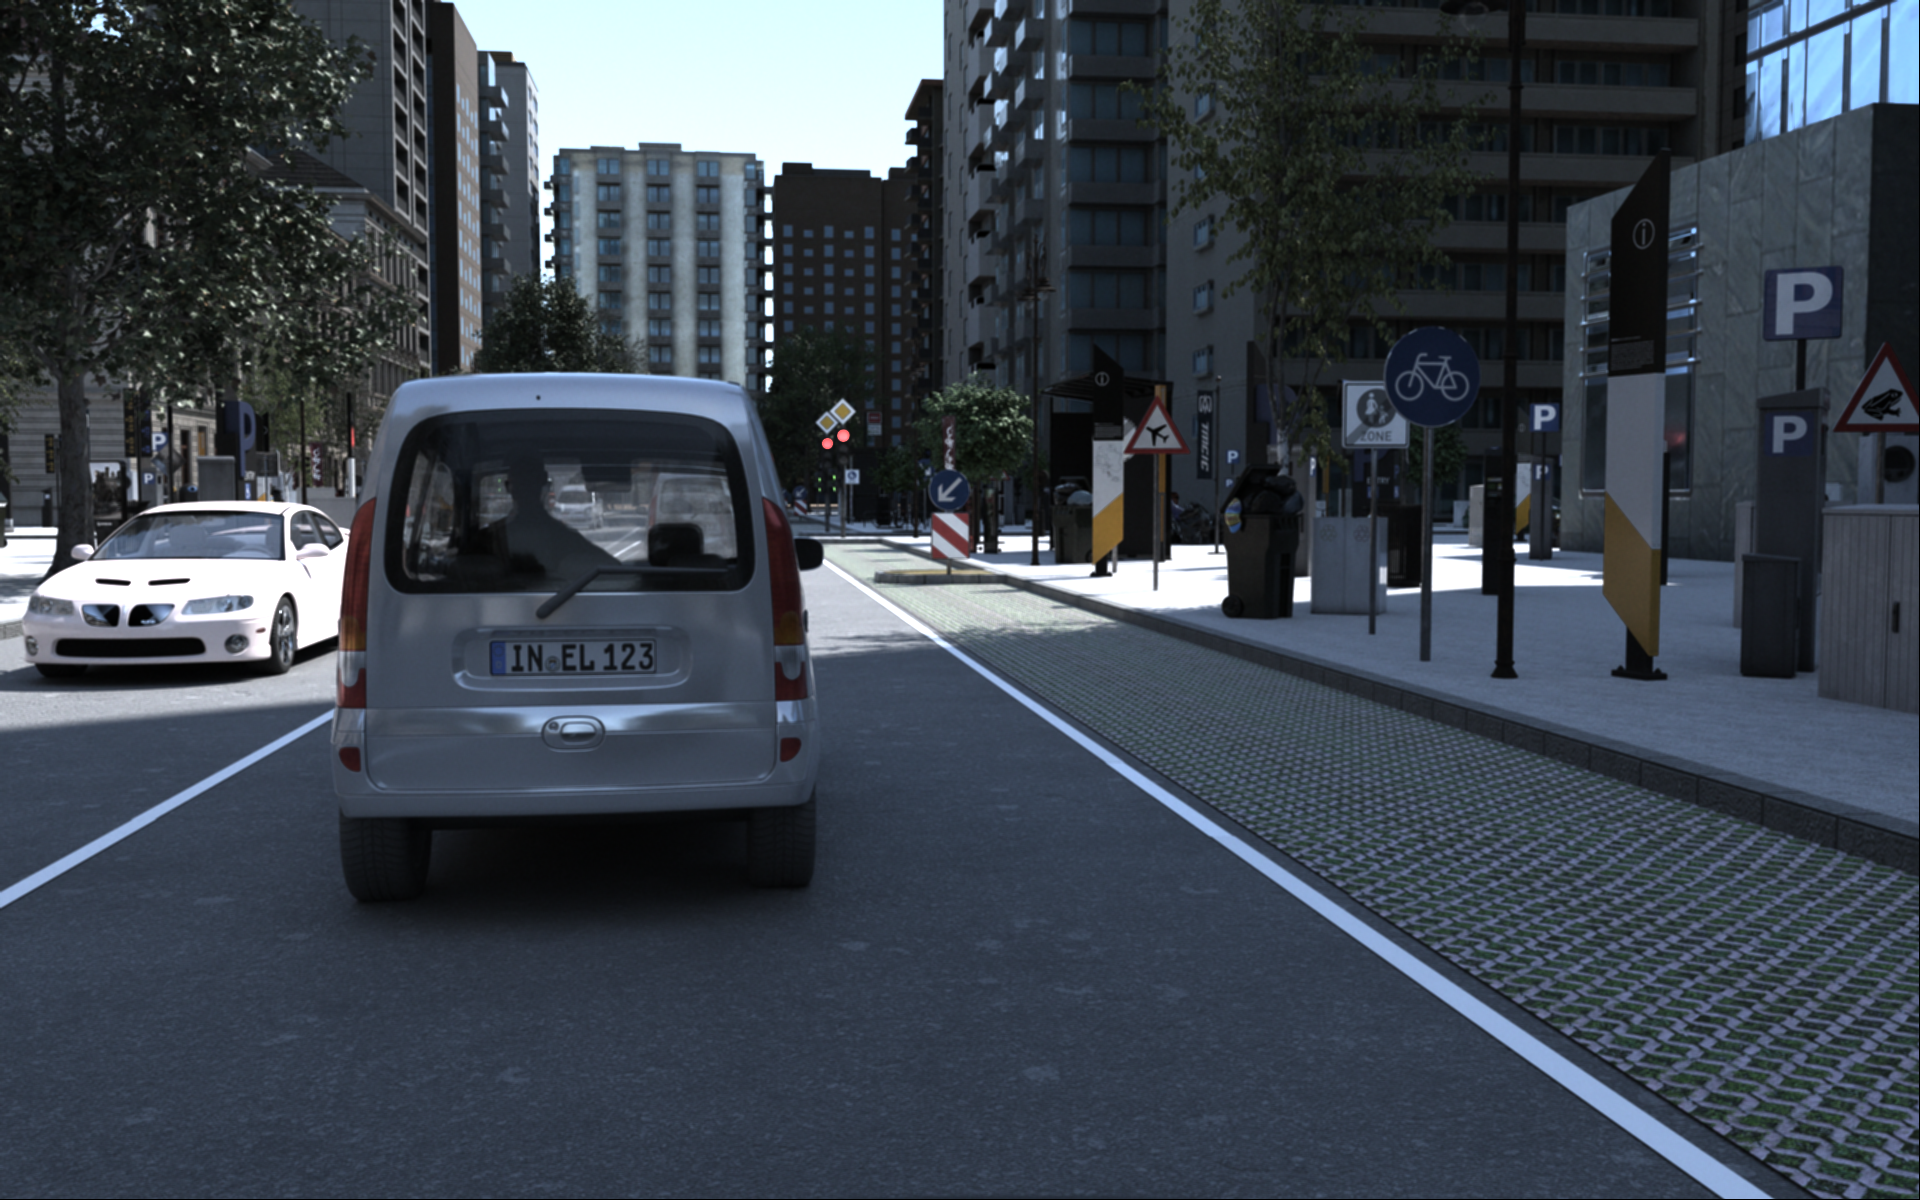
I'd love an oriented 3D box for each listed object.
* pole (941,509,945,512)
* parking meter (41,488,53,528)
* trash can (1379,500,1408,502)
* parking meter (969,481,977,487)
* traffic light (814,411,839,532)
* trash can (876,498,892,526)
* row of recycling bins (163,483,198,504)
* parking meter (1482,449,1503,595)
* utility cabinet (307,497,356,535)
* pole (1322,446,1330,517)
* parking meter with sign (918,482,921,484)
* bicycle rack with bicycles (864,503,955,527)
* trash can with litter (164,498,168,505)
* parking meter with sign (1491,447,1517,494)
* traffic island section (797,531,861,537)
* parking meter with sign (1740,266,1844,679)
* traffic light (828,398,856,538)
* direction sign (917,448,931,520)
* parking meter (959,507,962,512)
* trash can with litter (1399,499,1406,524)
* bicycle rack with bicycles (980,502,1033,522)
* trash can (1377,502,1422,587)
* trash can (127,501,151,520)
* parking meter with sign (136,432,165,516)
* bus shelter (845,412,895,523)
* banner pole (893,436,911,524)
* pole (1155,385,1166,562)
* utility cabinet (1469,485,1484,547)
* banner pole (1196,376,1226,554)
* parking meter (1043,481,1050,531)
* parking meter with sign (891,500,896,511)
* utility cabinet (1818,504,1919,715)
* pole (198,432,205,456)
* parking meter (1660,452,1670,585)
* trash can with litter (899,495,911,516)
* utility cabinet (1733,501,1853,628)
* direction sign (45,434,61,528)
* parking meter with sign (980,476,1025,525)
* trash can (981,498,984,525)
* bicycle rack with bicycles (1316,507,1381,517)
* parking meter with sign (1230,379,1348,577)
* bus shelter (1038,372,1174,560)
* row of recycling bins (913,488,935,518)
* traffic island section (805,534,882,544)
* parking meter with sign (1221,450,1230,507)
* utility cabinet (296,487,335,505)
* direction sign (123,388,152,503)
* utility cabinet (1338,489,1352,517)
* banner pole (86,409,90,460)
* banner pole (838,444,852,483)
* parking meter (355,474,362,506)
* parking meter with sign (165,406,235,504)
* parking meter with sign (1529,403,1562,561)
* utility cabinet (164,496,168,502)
[{"bbox_3d":[-0.710,-4.839,72.957,0.158,3.312,0.155,0,3,0],"label":"pole"},{"bbox_3d":[-35.020,-3.549,66.435,0.372,1.533,0.369,0,3,0],"label":"parking meter"},{"bbox_3d":[10.891,-1.950,43.541,0.748,1.137,0.748,0,3,0],"label":"trash can"},{"bbox_3d":[0.348,-2.665,49.276,0.399,1.863,0.255,-2,4,-30],"label":"parking meter"},{"bbox_3d":[-4.514,-4.262,58.609,0.839,4.253,0.868,0,4,-8],"label":"traffic light"},{"bbox_3d":[-3.101,-3.599,70.501,0.748,1.137,0.748,0,3,0],"label":"trash can"},{"bbox_3d":[-29.340,-3.664,67.013,3.534,1.692,1.069,-3,5,-39],"label":"row of recycling bins"},{"bbox_3d":[6.803,-1.000,22.069,0.255,1.863,0.399,1,4,15],"label":"parking meter"},{"bbox_3d":[-13.526,-1.594,37.224,1.020,1.237,0.306,-2,4,-34],"label":"utility cabinet"},{"bbox_3d":[15.274,-4.812,72.511,0.158,3.312,0.155,0,3,0],"label":"pole"},{"bbox_3d":[-2.286,-6.372,100.441,0.543,3.016,1.738,0,4,6],"label":"parking meter with sign"},{"bbox_3d":[-2.273,-3.308,67.467,2.852,0.926,2.925,3,5,44],"label":"bicycle rack with bicycles"},{"bbox_3d":[-25.944,-2.718,55.834,1.055,1.170,0.624,-2,4,-27],"label":"trash can with litter"},{"bbox_3d":[20.631,-4.173,64.490,1.738,3.016,0.543,-1,4,-18],"label":"parking meter with sign"},{"bbox_3d":[-4.472,-2.229,58.729,2.009,0.180,2.903,0,4,-8],"label":"traffic island section"},{"bbox_3d":[6.088,-1.007,12.728,0.543,3.016,1.738,2,4,30],"label":"parking meter with sign"},{"bbox_3d":[-3.446,-3.778,50.696,0.839,4.253,0.868,0,4,-8],"label":"traffic light"},{"bbox_3d":[-1.821,-5.759,86.153,0.876,3.537,0.379,-3,4,-38],"label":"direction sign"},{"bbox_3d":[0.105,-3.913,72.388,0.372,1.533,0.369,0,3,0],"label":"parking meter"},{"bbox_3d":[19.094,-3.861,74.509,1.055,1.170,0.624,3,5,44],"label":"trash can with litter"},{"bbox_3d":[2.078,-3.980,78.455,2.852,0.926,2.925,3,5,39],"label":"bicycle rack with bicycles"},{"bbox_3d":[6.150,-0.754,23.985,0.748,1.137,0.748,0,3,0],"label":"trash can"},{"bbox_3d":[-17.060,-1.470,35.683,0.748,1.137,0.748,0,3,0],"label":"trash can"},{"bbox_3d":[-22.395,-3.162,47.961,0.543,3.016,1.738,-1,4,-10],"label":"parking meter with sign"},{"bbox_3d":[-4.548,-6.396,82.199,2.179,5.291,8.768,0,4,-8],"label":"bus shelter"},{"bbox_3d":[-2.403,-5.186,74.803,0.401,3.779,0.863,3,5,43],"label":"banner pole"},{"bbox_3d":[3.756,-2.366,32.532,0.158,3.312,0.155,0,3,0],"label":"pole"},{"bbox_3d":[12.652,-2.024,41.774,0.318,1.500,1.173,0,4,-7],"label":"utility cabinet"},{"bbox_3d":[5.316,-2.863,36.825,0.863,3.779,0.401,-3,4,-38],"label":"banner pole"},{"bbox_3d":[3.014,-3.316,59.921,0.399,1.863,0.255,0,4,5],"label":"parking meter"},{"bbox_3d":[-5.737,-8.395,133.520,1.738,3.016,0.543,1,4,18],"label":"parking meter with sign"},{"bbox_3d":[5.639,0.043,10.455,0.306,1.237,1.020,-1,4,-9],"label":"utility cabinet"},{"bbox_3d":[-25.117,-3.889,57.434,0.158,3.312,0.155,0,3,0],"label":"pole"},{"bbox_3d":[9.856,-1.152,24.541,0.255,1.863,0.399,0,4,3],"label":"parking meter"},{"bbox_3d":[-3.085,-5.677,103.882,1.678,1.210,2.233,3,4,37],"label":"trash can with litter"},{"bbox_3d":[7.960,-0.331,16.577,1.020,1.237,0.306,0,4,-6],"label":"utility cabinet"},{"bbox_3d":[-34.247,-4.510,65.733,0.876,3.537,0.379,0,4,3],"label":"direction sign"},{"bbox_3d":[1.832,-4.570,70.975,1.738,3.016,0.543,-2,4,-28],"label":"parking meter with sign"},{"bbox_3d":[1.198,-3.539,69.514,0.748,1.137,0.748,0,3,0],"label":"trash can"},{"bbox_3d":[10.807,-2.095,47.641,2.852,0.926,2.925,2,4,30],"label":"bicycle rack with bicycles"},{"bbox_3d":[5.173,-1.881,27.014,1.738,3.016,0.543,2,4,29],"label":"parking meter with sign"},{"bbox_3d":[2.946,-2.769,36.550,1.731,3.624,6.357,0,4,-8],"label":"bus shelter"},{"bbox_3d":[-1.965,-5.263,93.162,1.069,1.692,3.534,0,4,6],"label":"row of recycling bins"},{"bbox_3d":[-3.405,-1.745,50.815,2.009,0.180,2.903,0,4,-8],"label":"traffic island section"},{"bbox_3d":[10.538,-4.367,67.666,0.543,3.016,1.738,1,4,17],"label":"parking meter with sign"},{"bbox_3d":[-21.045,-2.931,56.608,1.173,1.500,0.318,-2,4,-30],"label":"utility cabinet"},{"bbox_3d":[-17.508,-2.749,36.941,0.876,3.537,0.379,2,4,30],"label":"direction sign"},{"bbox_3d":[16.175,-3.911,72.624,0.318,1.500,1.173,2,4,26],"label":"utility cabinet"},{"bbox_3d":[-22.477,-3.331,44.471,0.401,3.779,0.863,0,4,-6],"label":"banner pole"},{"bbox_3d":[-5.706,-5.917,86.760,0.863,3.779,0.401,-1,4,-11],"label":"banner pole"},{"bbox_3d":[-17.177,-2.698,49.825,0.399,1.863,0.255,2,4,24],"label":"parking meter"},{"bbox_3d":[-14.792,-2.338,34.482,1.738,3.016,0.543,-2,4,-25],"label":"parking meter with sign"},{"bbox_3d":[11.482,-2.315,34.106,0.543,3.016,1.738,1,4,19],"label":"parking meter with sign"},{"bbox_3d":[-27.513,-2.956,59.495,0.306,1.237,1.020,1,4,19],"label":"utility cabinet"}]
